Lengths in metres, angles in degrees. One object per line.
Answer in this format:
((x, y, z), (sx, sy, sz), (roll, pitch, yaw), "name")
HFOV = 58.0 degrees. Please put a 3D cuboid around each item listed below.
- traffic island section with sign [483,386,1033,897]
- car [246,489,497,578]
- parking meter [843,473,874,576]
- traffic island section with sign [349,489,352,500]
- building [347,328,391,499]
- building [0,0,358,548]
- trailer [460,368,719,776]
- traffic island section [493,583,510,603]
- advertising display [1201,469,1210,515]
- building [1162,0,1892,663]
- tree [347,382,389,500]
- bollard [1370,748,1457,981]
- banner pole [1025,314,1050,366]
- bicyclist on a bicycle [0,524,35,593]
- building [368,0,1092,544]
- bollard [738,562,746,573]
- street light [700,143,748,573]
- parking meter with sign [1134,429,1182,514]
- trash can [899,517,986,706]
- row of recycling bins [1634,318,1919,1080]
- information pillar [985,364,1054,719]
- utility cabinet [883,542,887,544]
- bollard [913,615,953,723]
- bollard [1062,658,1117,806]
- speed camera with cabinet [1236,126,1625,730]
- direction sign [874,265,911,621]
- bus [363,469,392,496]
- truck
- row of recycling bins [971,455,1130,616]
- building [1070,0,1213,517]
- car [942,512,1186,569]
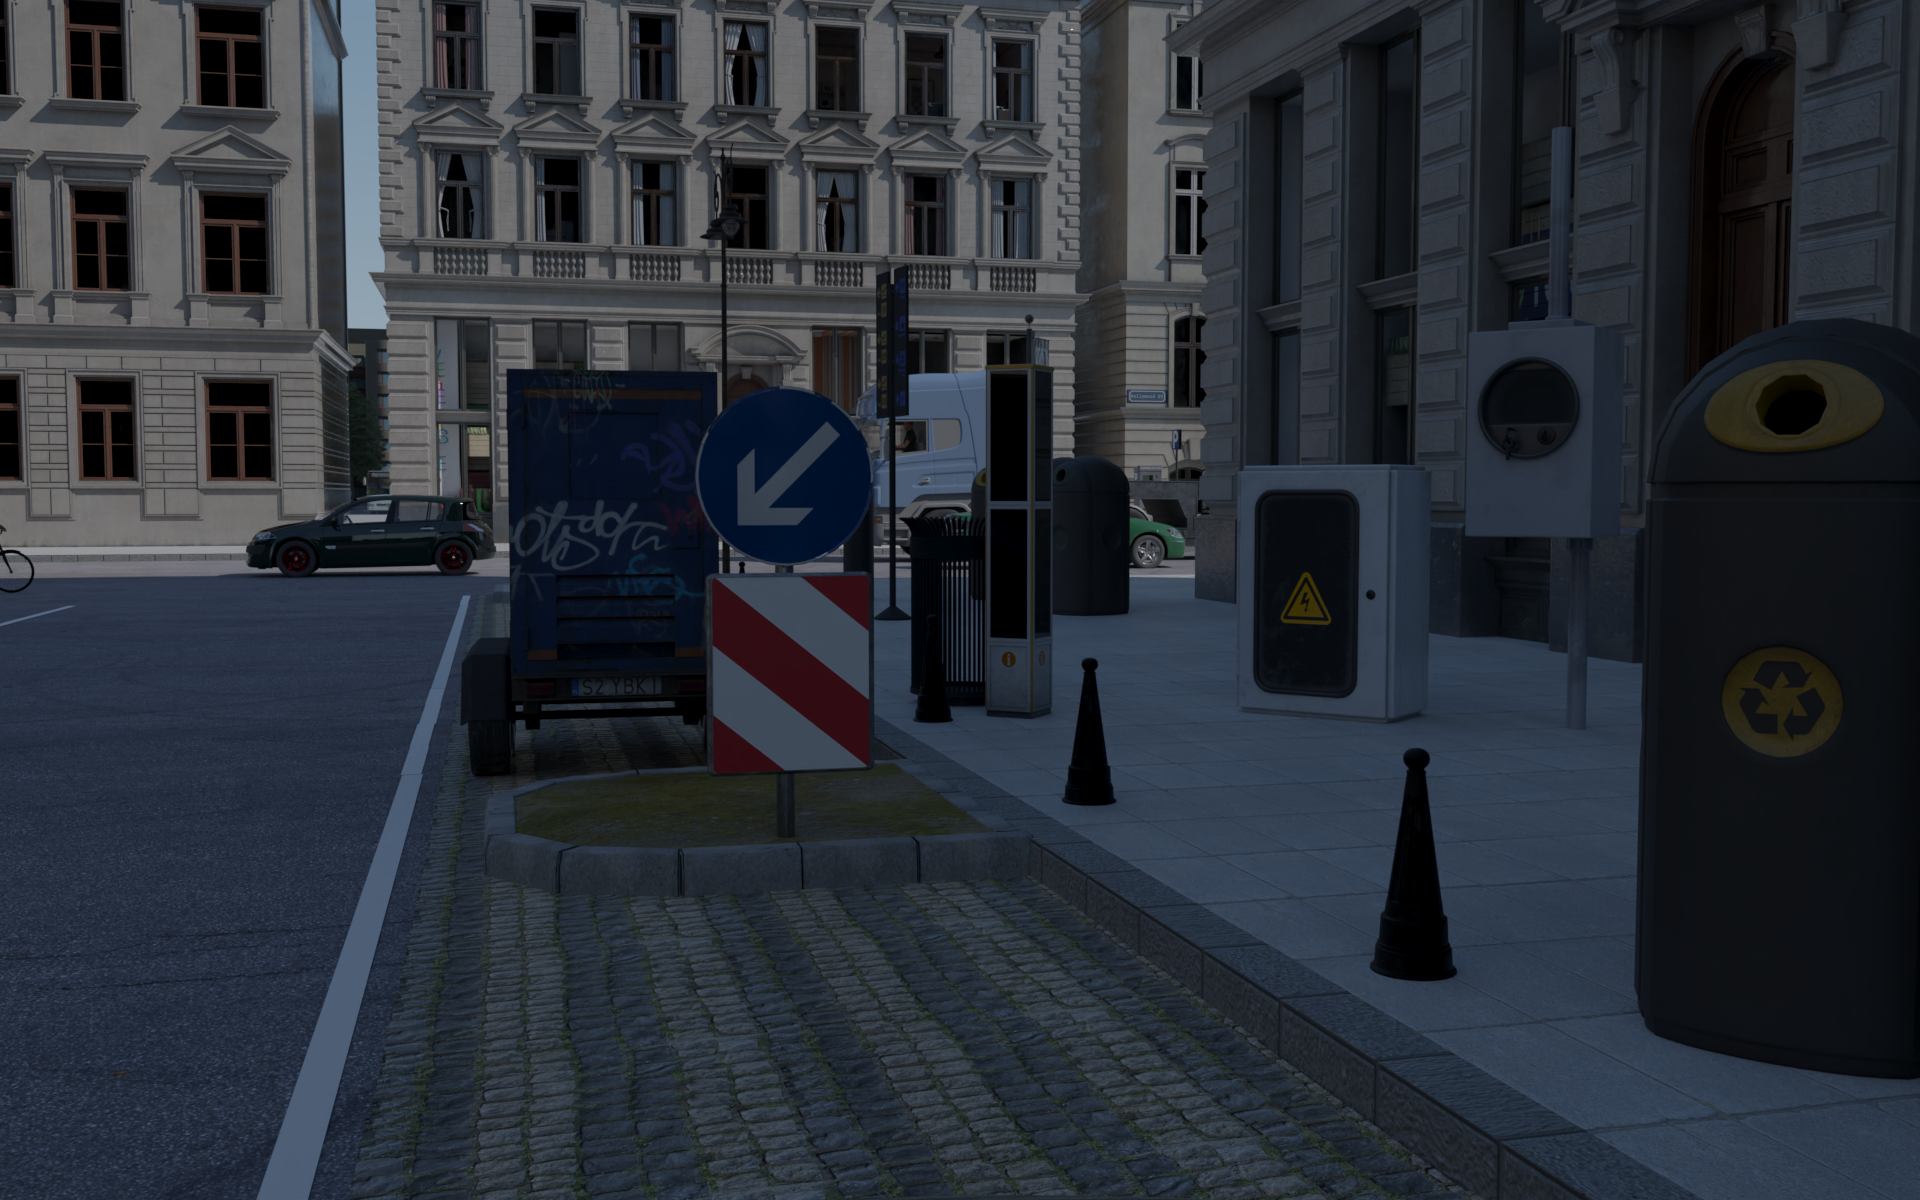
((-0.935, 0.093, 7.108), (1.989, 1.847, 2.006), (-1, 4, -15), "traffic island section with sign")
((-10.403, -1.280, 30.707), (4.222, 1.686, 2.009), (-1, 4, -15), "car")
((-1.223, -0.762, 20.876), (0.372, 1.533, 0.369), (0, 3, 0), "parking meter")
((-46.446, -7.514, 131.482), (1.989, 1.847, 2.006), (-1, 4, -15), "traffic island section with sign")
((-75.300, -22.060, 205.720), (28.899, 21.520, 27.650), (-1, 4, -15), "building")
((-26.774, -12.763, 44.831), (21.152, 22.565, 11.583), (-1, 4, -15), "building")
((-2.028, -0.175, 9.914), (1.471, 1.999, 3.904), (-1, 4, -13), "trailer")
((-5.371, -0.093, 23.809), (2.009, 0.180, 2.903), (-1, 4, -15), "traffic island section")
((6.685, -2.404, 44.520), (0.974, 1.923, 0.123), (1, 4, 17), "advertising display")
((9.893, -11.259, 12.966), (11.050, 23.489, 19.941), (-1, 4, -15), "building")
((-61.926, -15.715, 175.060), (7.486, 12.596, 7.792), (0, 3, 0), "tree")
((1.222, 0.697, 4.652), (0.229, 0.601, 0.229), (0, 3, 0), "bollard")
((1.076, -2.104, 24.415), (0.401, 3.779, 0.863), (2, 4, 29), "banner pole")
((-14.216, -0.912, 24.931), (1.625, 1.676, 1.499), (-1, 4, -14), "bicyclist on a bicycle")
((-6.890, -13.555, 50.504), (19.941, 23.489, 11.050), (-1, 4, -15), "building")
((-2.197, -0.087, 17.468), (0.229, 0.601, 0.229), (0, 3, 0), "bollard")
((-3.163, -3.088, 23.272), (0.468, 5.910, 1.993), (-1, 4, -15), "street light")
((5.034, -3.077, 46.564), (1.738, 3.016, 0.543), (-1, 4, -12), "parking meter with sign")
((-0.002, 0.060, 10.667), (0.748, 1.137, 0.748), (0, 3, 0), "trash can")
((2.625, 0.254, 2.957), (1.069, 1.692, 3.534), (-1, 4, -23), "row of recycling bins")
((0.343, -0.337, 9.996), (0.304, 2.012, 0.304), (2, 4, 26), "information pillar")
((-1.606, -2.154, 43.891), (0.318, 1.500, 1.173), (2, 4, 26), "utility cabinet")
((-0.152, 0.382, 9.794), (0.229, 0.601, 0.229), (0, 3, 0), "bollard")
((0.539, 0.540, 7.215), (0.229, 0.601, 0.229), (0, 3, 0), "bollard")
((2.589, -0.941, 9.716), (2.038, 3.252, 0.660), (3, 4, 36), "speed camera with cabinet")
((-0.687, -1.566, 17.608), (0.379, 3.537, 0.876), (-1, 4, -22), "direction sign")
((-39.303, -7.650, 119.935), (2.948, 3.499, 13.247), (-1, 4, -15), "bus")
((6.288, -2.999, 38.790), (18.799, 4.110, 2.967), (-1, 4, -13), "truck")
((1.011, -0.780, 19.865), (1.069, 1.692, 3.534), (-1, 4, -17), "row of recycling bins")
((19.810, -14.679, 59.080), (34.723, 24.649, 14.460), (-1, 4, -15), "building")
((2.014, -1.345, 33.782), (4.920, 1.459, 2.131), (-1, 4, -13), "car")
